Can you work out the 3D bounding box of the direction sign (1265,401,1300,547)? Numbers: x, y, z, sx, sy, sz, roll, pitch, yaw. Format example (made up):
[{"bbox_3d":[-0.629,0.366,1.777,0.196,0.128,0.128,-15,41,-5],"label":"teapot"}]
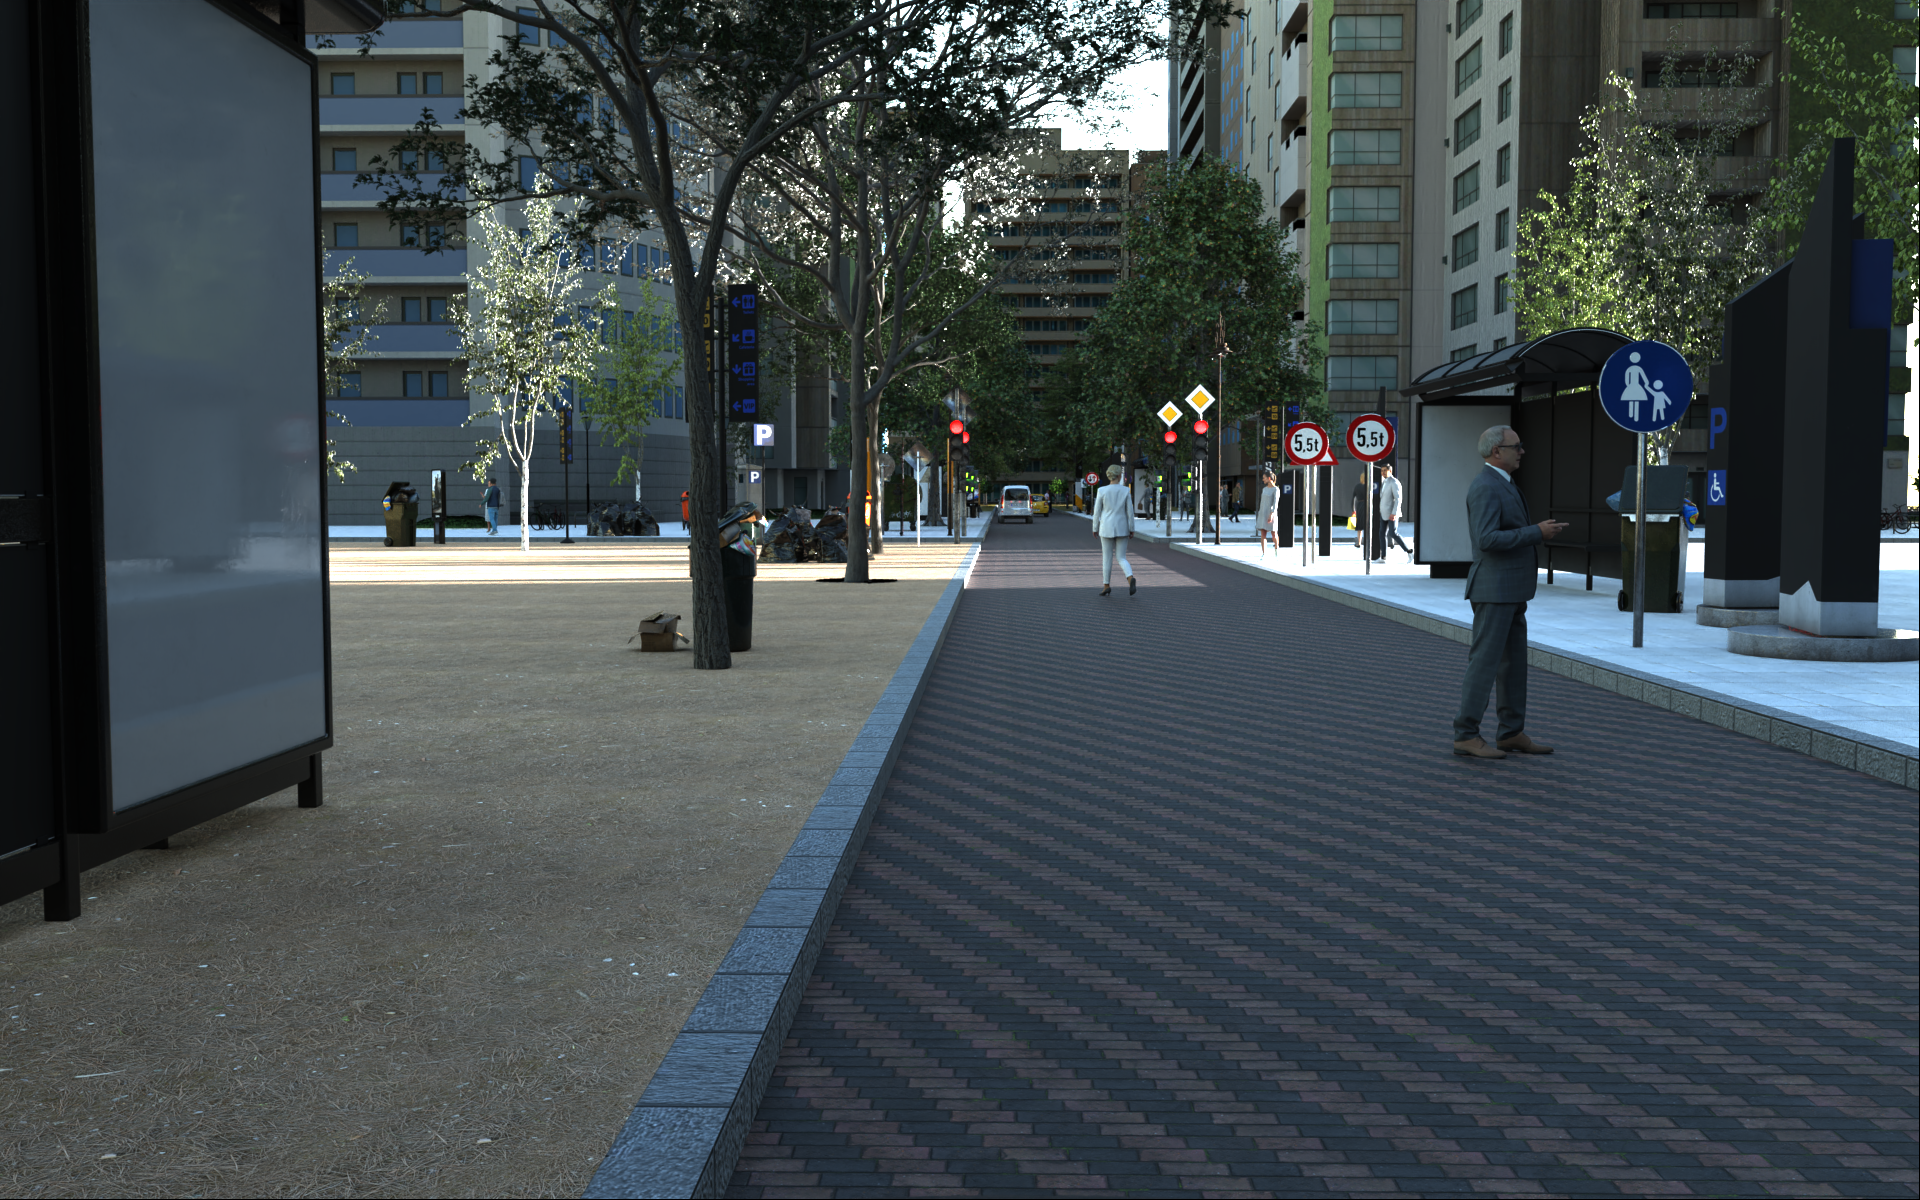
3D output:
[{"bbox_3d":[7.838,-3.070,42.185,0.876,3.537,0.379,-1,4,-10],"label":"direction sign"}]

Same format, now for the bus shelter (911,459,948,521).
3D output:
[{"bbox_3d":[-1.559,-5.639,86.120,2.014,3.302,5.546,0,4,1],"label":"bus shelter"}]

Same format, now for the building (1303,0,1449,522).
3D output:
[{"bbox_3d":[23.853,-24.496,84.110,14.154,41.232,14.086,0,4,1],"label":"building"}]

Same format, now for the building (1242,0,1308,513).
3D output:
[{"bbox_3d":[33.590,-31.989,112.265,28.713,52.752,27.495,0,4,1],"label":"building"}]

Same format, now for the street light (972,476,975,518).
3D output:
[{"bbox_3d":[0.707,-7.303,92.198,0.468,5.910,1.993,0,4,1],"label":"street light"}]

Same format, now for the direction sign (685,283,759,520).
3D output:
[{"bbox_3d":[-2.586,-1.642,18.842,0.876,3.537,0.379,1,4,19],"label":"direction sign"}]

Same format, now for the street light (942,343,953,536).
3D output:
[{"bbox_3d":[-0.307,-4.916,53.165,0.468,5.910,1.993,0,4,1],"label":"street light"}]

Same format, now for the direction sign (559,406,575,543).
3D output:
[{"bbox_3d":[-10.234,-3.245,45.050,0.379,3.537,0.876,-2,4,-32],"label":"direction sign"}]

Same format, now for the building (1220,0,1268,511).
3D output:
[{"bbox_3d":[27.882,-29.599,134.053,14.600,45.320,14.200,0,4,1],"label":"building"}]

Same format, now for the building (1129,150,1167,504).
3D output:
[{"bbox_3d":[29.094,-35.368,228.375,14.200,45.320,14.600,0,4,1],"label":"building"}]

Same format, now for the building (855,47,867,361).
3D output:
[{"bbox_3d":[-20.241,-32.915,157.766,23.786,49.044,30.456,0,4,1],"label":"building"}]

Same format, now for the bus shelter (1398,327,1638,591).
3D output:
[{"bbox_3d":[7.652,-1.826,23.771,2.014,3.302,5.546,0,4,1],"label":"bus shelter"}]

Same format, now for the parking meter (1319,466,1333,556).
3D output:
[{"bbox_3d":[7.580,-1.847,35.905,0.255,1.863,0.399,1,4,13],"label":"parking meter"}]

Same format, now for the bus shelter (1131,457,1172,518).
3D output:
[{"bbox_3d":[9.942,-5.852,89.605,2.014,3.302,5.546,0,4,1],"label":"bus shelter"}]

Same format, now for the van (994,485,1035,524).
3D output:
[{"bbox_3d":[2.724,-4.806,85.583,2.013,2.044,4.112,0,4,0],"label":"van"}]

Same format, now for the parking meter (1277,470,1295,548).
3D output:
[{"bbox_3d":[7.801,-2.191,41.536,0.399,1.863,0.255,0,4,-4],"label":"parking meter"}]

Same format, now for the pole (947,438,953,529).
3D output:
[{"bbox_3d":[-0.350,-4.248,63.304,0.158,3.312,0.155,0,3,0],"label":"pole"}]

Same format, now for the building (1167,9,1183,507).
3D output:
[{"bbox_3d":[31.655,-38.810,176.546,21.231,58.520,28.212,0,4,1],"label":"building"}]

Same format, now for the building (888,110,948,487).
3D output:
[{"bbox_3d":[-13.188,-39.522,235.424,27.495,52.752,28.713,0,4,1],"label":"building"}]

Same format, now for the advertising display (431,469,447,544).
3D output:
[{"bbox_3d":[-13.403,-2.406,44.545,0.123,1.923,0.974,-2,4,-31],"label":"advertising display"}]

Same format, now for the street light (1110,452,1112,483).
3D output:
[{"bbox_3d":[7.584,-6.982,86.936,0.468,5.910,1.993,0,4,1],"label":"street light"}]

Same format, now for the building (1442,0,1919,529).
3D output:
[{"bbox_3d":[28.410,-18.272,70.446,14.107,30.474,14.160,0,4,1],"label":"building"}]

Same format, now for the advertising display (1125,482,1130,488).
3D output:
[{"bbox_3d":[9.014,-5.539,95.774,0.123,1.923,0.974,-3,5,-44],"label":"advertising display"}]

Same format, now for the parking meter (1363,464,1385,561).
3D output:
[{"bbox_3d":[8.030,-1.698,33.479,0.399,1.863,0.255,2,4,31],"label":"parking meter"}]

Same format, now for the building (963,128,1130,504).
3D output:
[{"bbox_3d":[11.287,-37.224,232.308,21.600,48.544,21.300,0,4,1],"label":"building"}]

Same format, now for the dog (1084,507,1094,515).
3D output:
[{"bbox_3d":[7.770,-5.366,104.564,0.540,0.507,0.406,-1,4,-12],"label":"dog"}]

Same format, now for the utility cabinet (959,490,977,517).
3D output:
[{"bbox_3d":[0.323,-5.325,95.746,1.173,1.500,0.318,1,4,16],"label":"utility cabinet"}]

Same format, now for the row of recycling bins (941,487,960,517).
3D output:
[{"bbox_3d":[-1.248,-5.503,97.092,3.534,1.692,1.069,-1,4,-10],"label":"row of recycling bins"}]

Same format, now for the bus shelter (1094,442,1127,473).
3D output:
[{"bbox_3d":[10.297,-8.595,118.164,2.179,5.291,8.768,0,4,2],"label":"bus shelter"}]

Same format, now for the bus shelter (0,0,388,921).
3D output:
[{"bbox_3d":[-3.519,-1.536,2.741,2.179,5.291,8.768,0,4,1],"label":"bus shelter"}]

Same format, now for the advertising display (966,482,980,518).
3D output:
[{"bbox_3d":[0.709,-5.415,93.755,0.974,1.923,0.123,3,5,44],"label":"advertising display"}]

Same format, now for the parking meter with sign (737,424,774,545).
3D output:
[{"bbox_3d":[-5.303,-2.909,43.819,0.543,3.016,1.738,-2,4,-30],"label":"parking meter with sign"}]

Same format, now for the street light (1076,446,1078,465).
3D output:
[{"bbox_3d":[8.466,-9.369,125.976,0.468,5.910,1.993,0,4,1],"label":"street light"}]

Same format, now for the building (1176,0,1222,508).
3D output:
[{"bbox_3d":[30.890,-32.312,152.002,21.300,48.544,21.600,0,4,1],"label":"building"}]

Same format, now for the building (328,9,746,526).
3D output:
[{"bbox_3d":[-22.890,-33.045,82.282,21.231,58.520,28.212,0,4,1],"label":"building"}]

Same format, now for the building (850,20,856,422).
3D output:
[{"bbox_3d":[-14.274,-26.184,111.703,14.154,41.232,14.086,0,4,1],"label":"building"}]

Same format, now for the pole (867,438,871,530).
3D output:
[{"bbox_3d":[-3.262,-4.203,62.560,0.158,3.312,0.155,0,3,0],"label":"pole"}]

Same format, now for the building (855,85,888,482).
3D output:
[{"bbox_3d":[-15.292,-32.747,185.530,14.200,45.320,14.600,0,4,1],"label":"building"}]

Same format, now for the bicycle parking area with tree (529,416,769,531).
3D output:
[{"bbox_3d":[-11.295,-4.711,64.028,8.231,4.147,9.016,1,4,17],"label":"bicycle parking area with tree"}]

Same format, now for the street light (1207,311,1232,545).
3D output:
[{"bbox_3d":[6.561,-4.350,43.916,0.468,5.910,1.993,0,4,1],"label":"street light"}]

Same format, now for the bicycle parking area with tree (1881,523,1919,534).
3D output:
[{"bbox_3d":[32.426,-4.365,58.373,8.231,4.147,9.016,-1,4,-18],"label":"bicycle parking area with tree"}]
